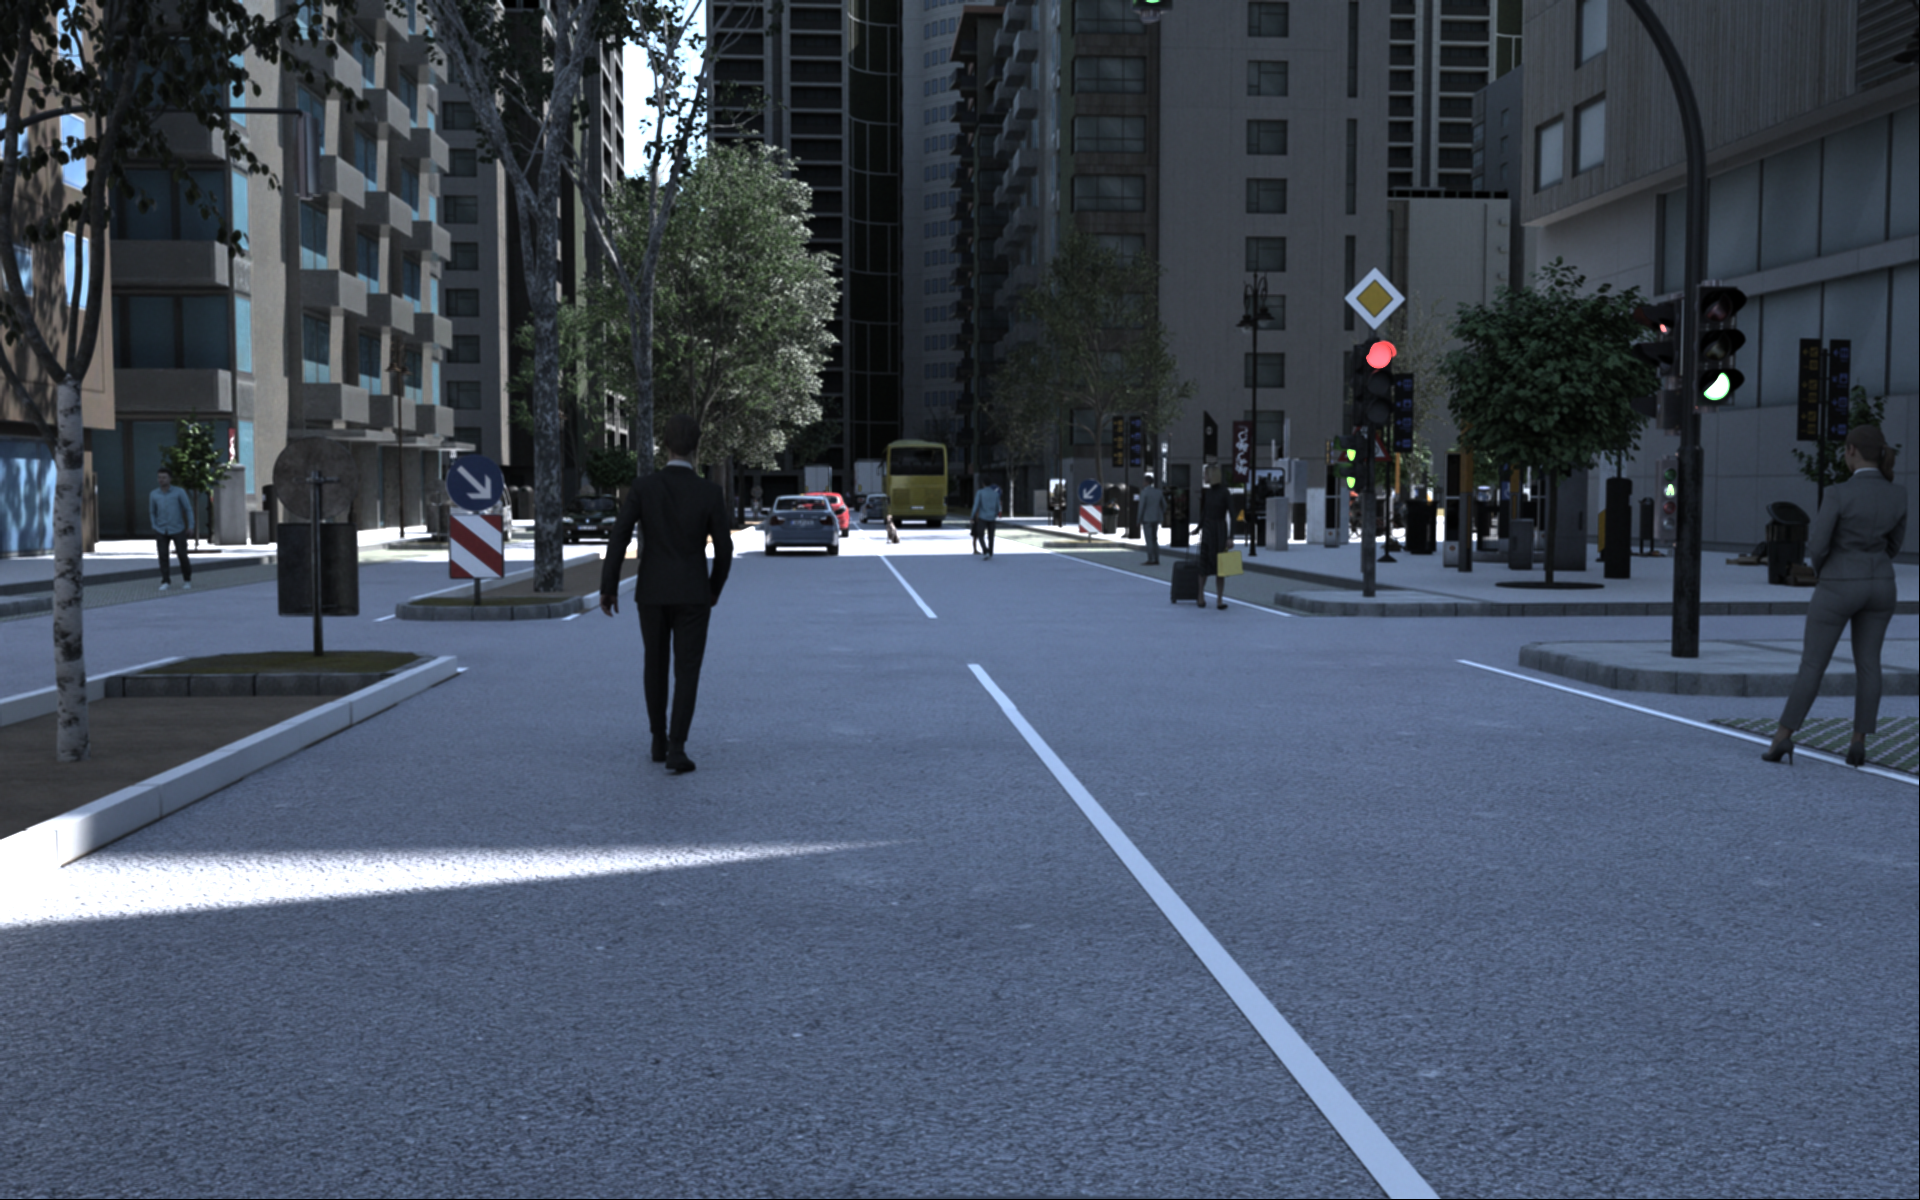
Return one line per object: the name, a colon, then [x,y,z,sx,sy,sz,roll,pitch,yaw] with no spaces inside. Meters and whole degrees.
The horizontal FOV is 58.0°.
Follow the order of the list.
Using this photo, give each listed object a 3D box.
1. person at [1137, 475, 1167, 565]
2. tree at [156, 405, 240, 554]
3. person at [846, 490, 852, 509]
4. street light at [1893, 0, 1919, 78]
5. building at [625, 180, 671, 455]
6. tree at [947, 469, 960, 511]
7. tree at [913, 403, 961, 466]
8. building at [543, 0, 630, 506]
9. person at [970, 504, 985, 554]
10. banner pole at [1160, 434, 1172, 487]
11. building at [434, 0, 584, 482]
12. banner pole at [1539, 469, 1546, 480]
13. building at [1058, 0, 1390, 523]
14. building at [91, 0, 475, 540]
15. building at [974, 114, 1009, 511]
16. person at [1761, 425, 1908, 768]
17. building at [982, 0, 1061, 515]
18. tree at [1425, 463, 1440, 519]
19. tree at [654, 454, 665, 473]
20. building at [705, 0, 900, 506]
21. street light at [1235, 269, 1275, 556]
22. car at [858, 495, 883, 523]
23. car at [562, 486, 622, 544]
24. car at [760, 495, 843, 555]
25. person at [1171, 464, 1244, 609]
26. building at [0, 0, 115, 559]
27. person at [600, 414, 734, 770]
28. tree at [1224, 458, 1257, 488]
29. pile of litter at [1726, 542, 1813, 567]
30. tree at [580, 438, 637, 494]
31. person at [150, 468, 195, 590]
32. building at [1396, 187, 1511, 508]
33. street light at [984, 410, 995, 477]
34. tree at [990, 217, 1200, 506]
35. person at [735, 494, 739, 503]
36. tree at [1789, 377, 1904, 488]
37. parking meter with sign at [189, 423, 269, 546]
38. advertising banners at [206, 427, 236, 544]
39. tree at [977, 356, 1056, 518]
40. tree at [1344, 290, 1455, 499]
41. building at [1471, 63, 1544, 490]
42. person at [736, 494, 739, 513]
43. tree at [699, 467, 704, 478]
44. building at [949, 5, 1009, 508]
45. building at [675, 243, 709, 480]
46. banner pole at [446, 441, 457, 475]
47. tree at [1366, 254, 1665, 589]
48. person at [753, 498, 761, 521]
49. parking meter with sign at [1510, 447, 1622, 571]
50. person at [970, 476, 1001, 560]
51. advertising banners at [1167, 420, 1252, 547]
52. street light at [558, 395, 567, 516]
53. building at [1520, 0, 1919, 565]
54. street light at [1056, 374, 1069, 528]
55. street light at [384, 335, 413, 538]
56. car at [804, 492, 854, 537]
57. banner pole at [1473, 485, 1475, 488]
person: [3.835,-1.601,34.783,0.635,1.810,0.391,-3,5,-41]
tree: [-16.497,-2.631,37.620,1.663,3.219,1.824,0,3,0]
person: [-10.910,-9.932,170.754,0.599,1.838,0.709,-1,4,-14]
street light: [7.836,-2.482,13.361,0.468,5.910,1.993,0,4,-4]
building: [-34.859,-23.824,161.229,14.107,30.474,14.160,0,4,-4]
tree: [-0.786,-8.371,131.468,1.663,3.219,1.824,0,3,0]
tree: [-1.779,-11.601,140.031,4.360,8.622,3.978,0,3,0]
building: [-35.533,-42.841,138.702,20.563,71.187,20.611,0,4,-4]
person: [0.425,-1.725,41.373,0.373,1.253,0.362,0,4,-6]
banner pole: [8.546,-4.994,71.668,0.401,3.779,0.863,3,5,41]
building: [-29.922,-20.156,101.248,14.160,30.474,14.107,0,4,-4]
banner pole: [12.707,-2.882,37.131,0.863,3.779,0.401,1,4,23]
building: [11.430,-18.987,82.140,14.160,30.474,14.107,0,4,-4]
building: [-30.794,-26.898,59.398,23.786,49.044,30.456,0,4,-4]
building: [7.895,-22.245,135.406,14.160,30.474,14.107,0,4,-4]
person: [4.621,-0.022,9.140,0.520,1.790,0.573,-1,4,-23]
building: [14.012,-30.176,112.994,23.786,49.044,30.456,0,4,-4]
tree: [23.592,-5.715,88.039,1.663,3.219,1.824,0,3,0]
tree: [-21.564,-8.166,117.222,4.285,4.588,4.351,0,3,0]
building: [-16.912,-46.008,190.475,20.611,71.187,20.563,0,4,-4]
street light: [6.068,-3.850,35.736,0.468,5.910,1.993,0,4,-4]
car: [-4.057,-4.548,86.356,2.014,1.417,4.499,0,4,-6]
car: [-10.726,-2.510,50.831,2.009,1.686,4.222,0,4,-6]
car: [-3.818,-1.820,41.761,2.014,1.417,4.499,0,4,-5]
person: [3.142,-0.813,22.016,0.699,1.804,1.509,0,4,-2]
building: [-25.055,-23.207,29.550,14.600,45.320,14.200,0,4,-4]
person: [-1.512,-0.051,9.115,0.659,1.850,0.755,0,4,-2]
tree: [12.054,-4.885,74.469,1.663,3.219,1.824,0,3,0]
pile of litter: [14.553,-1.050,31.138,1.176,0.858,1.719,0,4,-4]
tree: [-20.385,-7.161,100.788,4.285,4.588,4.351,0,3,0]
person: [-11.773,-1.065,25.924,0.660,1.820,0.620,-1,4,-8]
building: [43.411,-24.162,166.757,14.107,30.474,14.160,0,4,-4]
street light: [1.638,-7.525,95.819,0.468,5.910,1.993,0,4,-4]
tree: [4.521,-7.621,59.009,7.601,10.594,8.767,0,4,-4]
person: [-15.098,-6.492,117.882,0.697,1.427,0.421,0,4,7]
tree: [14.596,-2.045,28.032,1.663,3.219,1.824,0,3,0]
parking meter with sign: [-18.148,-2.862,43.060,1.738,3.016,0.543,-3,5,-43]
advertising banners: [-19.124,-2.980,44.905,0.090,3.025,2.074,0,4,-2]
tree: [2.968,-8.682,92.310,4.360,8.622,3.978,0,3,0]
tree: [15.981,-6.816,61.810,4.360,8.622,3.978,0,3,0]
building: [58.450,-29.592,167.428,14.086,41.232,14.154,0,4,-4]
person: [-16.759,-7.236,130.032,0.599,1.433,0.991,0,4,-4]
tree: [-25.557,-10.969,163.059,4.285,4.588,4.351,0,3,0]
building: [10.479,-30.706,156.670,22.147,44.769,28.867,0,4,-4]
building: [-34.350,-25.370,186.507,14.107,30.474,14.160,0,4,-4]
banner pole: [-24.234,-5.656,82.496,0.401,3.779,0.863,2,4,33]
tree: [8.108,-2.455,23.858,4.285,4.588,4.351,0,3,0]
person: [-10.590,-4.705,90.448,0.505,1.210,0.382,1,4,16]
parking meter with sign: [10.162,-2.004,29.031,1.738,3.016,0.543,1,4,21]
person: [0.584,-1.787,37.743,0.660,1.820,0.620,-2,4,-26]
advertising banners: [5.992,-2.765,41.401,2.074,3.025,0.090,1,4,14]
street light: [-18.664,-6.629,81.165,0.468,5.910,1.993,0,4,-4]
building: [29.301,-27.213,34.174,27.495,52.752,28.713,0,4,-4]
street light: [3.833,-5.692,65.851,0.468,5.910,1.993,0,4,-4]
street light: [-16.331,-4.755,50.533,0.468,5.910,1.993,0,4,-4]
car: [-4.668,-3.033,58.634,2.155,1.783,4.494,0,4,-4]
banner pole: [25.597,-5.944,87.203,0.401,3.779,0.863,-3,4,-38]
